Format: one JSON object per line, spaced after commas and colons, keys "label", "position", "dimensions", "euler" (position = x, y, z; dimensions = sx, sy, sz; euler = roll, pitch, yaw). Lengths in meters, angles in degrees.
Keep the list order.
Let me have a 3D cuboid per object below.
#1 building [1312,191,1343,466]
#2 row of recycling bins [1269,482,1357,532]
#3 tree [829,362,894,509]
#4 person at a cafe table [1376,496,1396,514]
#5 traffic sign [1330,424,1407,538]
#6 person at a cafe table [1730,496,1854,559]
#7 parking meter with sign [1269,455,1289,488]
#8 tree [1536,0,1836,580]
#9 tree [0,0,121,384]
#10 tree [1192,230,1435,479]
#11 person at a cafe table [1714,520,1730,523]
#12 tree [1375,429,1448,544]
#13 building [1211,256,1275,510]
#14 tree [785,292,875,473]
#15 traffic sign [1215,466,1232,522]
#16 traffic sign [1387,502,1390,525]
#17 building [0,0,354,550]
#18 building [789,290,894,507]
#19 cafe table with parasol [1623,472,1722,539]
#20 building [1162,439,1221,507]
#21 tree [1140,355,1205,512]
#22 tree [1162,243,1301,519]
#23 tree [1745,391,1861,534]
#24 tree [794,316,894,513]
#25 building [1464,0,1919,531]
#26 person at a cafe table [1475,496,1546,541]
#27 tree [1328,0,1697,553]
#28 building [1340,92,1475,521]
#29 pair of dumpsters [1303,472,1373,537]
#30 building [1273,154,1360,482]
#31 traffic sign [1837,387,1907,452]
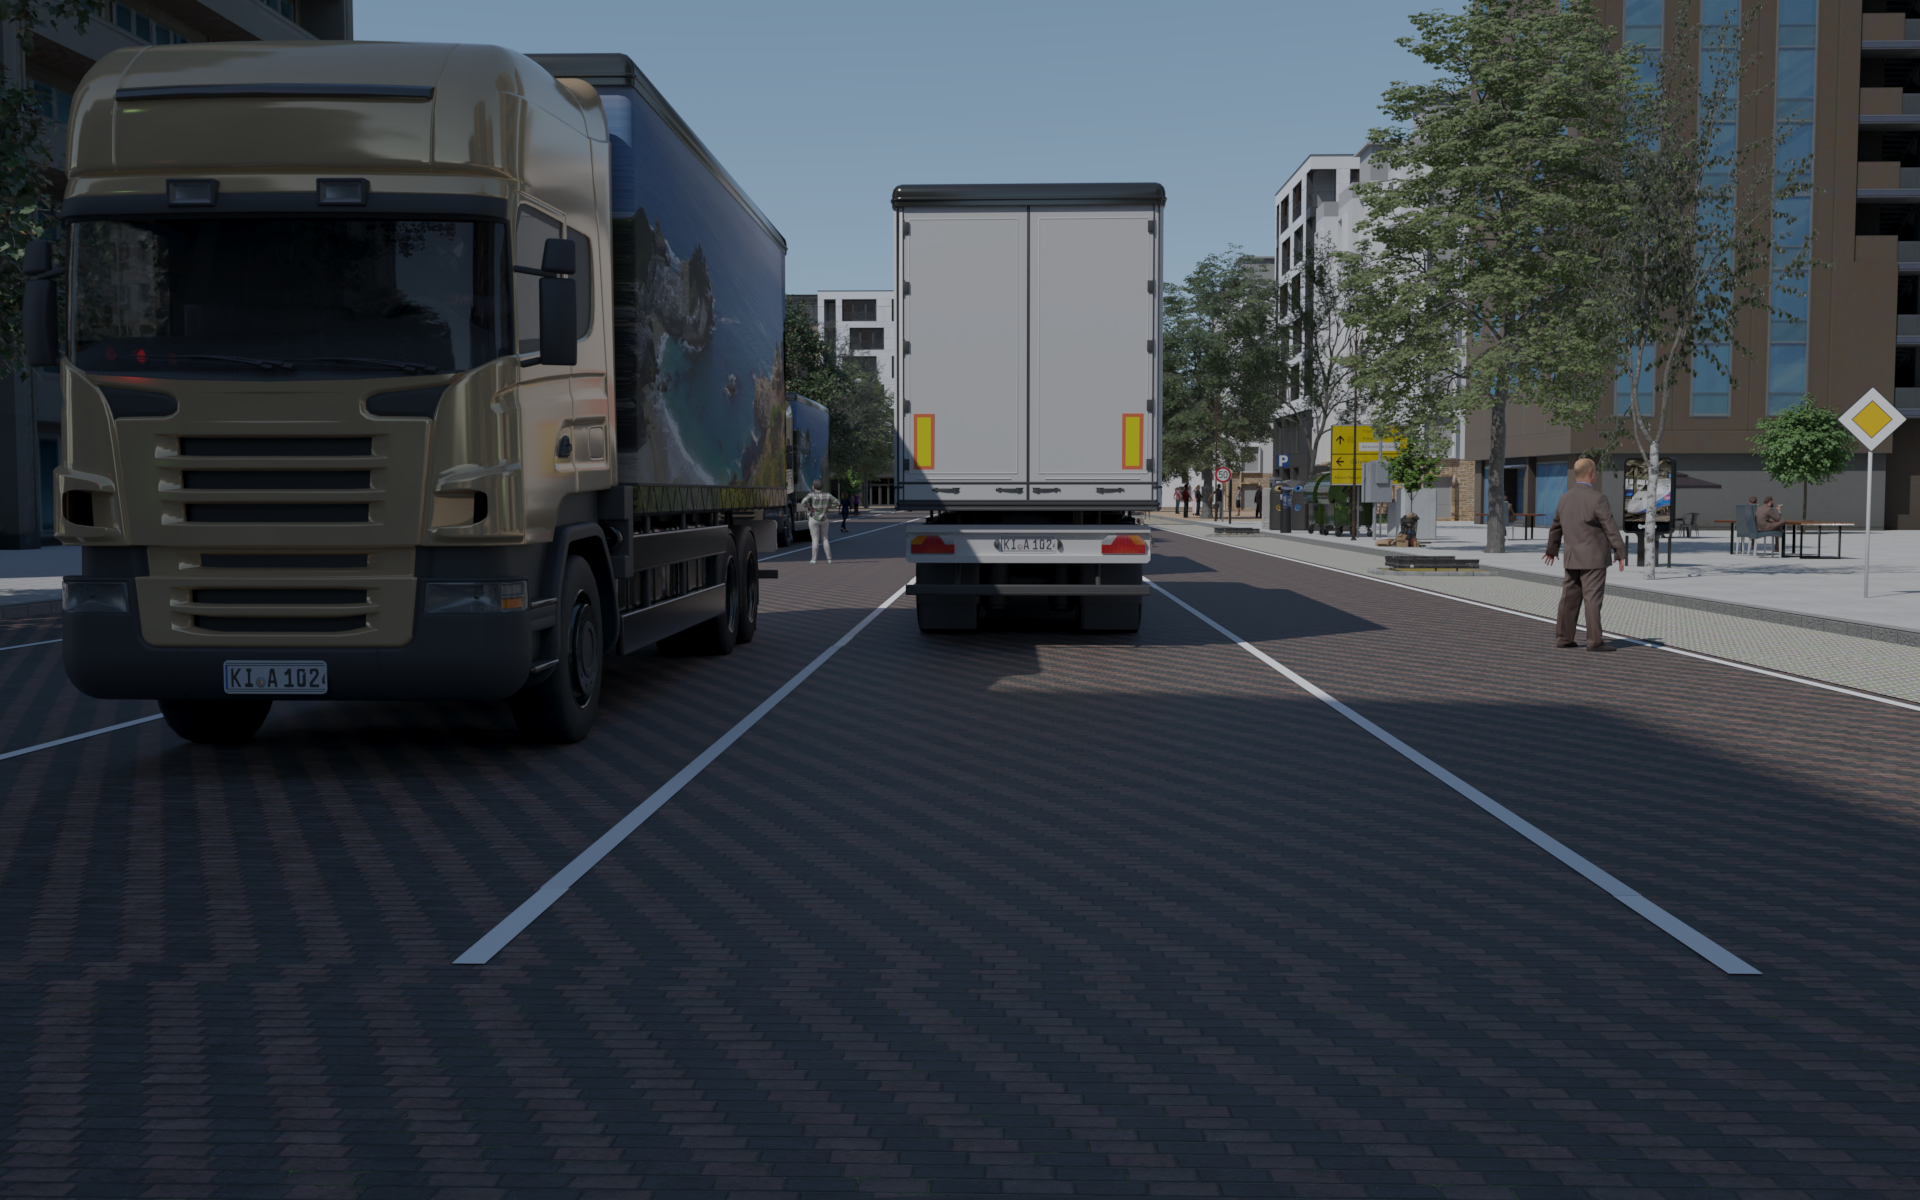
{"label": "building", "position": [28.534, -14.812, 98.599], "dimensions": [16.016, 20.091, 11.380], "euler": [0, 4, 2]}
{"label": "row of recycling bins", "position": [12.326, -3.266, 60.508], "dimensions": [1.069, 1.692, 3.534], "euler": [-3, 5, -43]}
{"label": "tree", "position": [-9.023, -14.030, 147.524], "dimensions": [7.486, 12.596, 7.792], "euler": [0, 3, 0]}
{"label": "person at a cafe table", "position": [19.605, -4.148, 78.681], "dimensions": [1.698, 1.238, 1.726], "euler": [1, 4, 12]}
{"label": "traffic sign", "position": [11.933, -3.459, 50.429], "dimensions": [2.265, 3.308, 0.079], "euler": [1, 4, 8]}
{"label": "person at a cafe table", "position": [16.645, -1.456, 34.659], "dimensions": [1.726, 1.238, 1.698], "euler": [0, 4, 6]}
{"label": "parking meter with sign", "position": [14.148, -4.965, 77.444], "dimensions": [0.543, 3.016, 1.738], "euler": [-1, 4, -9]}
{"label": "tree", "position": [10.521, -4.615, 25.823], "dimensions": [4.360, 8.622, 3.978], "euler": [0, 3, 0]}
{"label": "tree", "position": [-12.685, -6.102, 16.774], "dimensions": [9.611, 12.733, 9.660], "euler": [0, 3, 0]}
{"label": "tree", "position": [12.584, -7.814, 62.165], "dimensions": [8.767, 10.594, 7.601], "euler": [0, 4, 4]}
{"label": "person at a cafe table", "position": [16.762, -1.560, 36.372], "dimensions": [1.698, 1.238, 1.726], "euler": [3, 5, 41]}
{"label": "tree", "position": [11.856, -3.078, 44.930], "dimensions": [1.663, 3.219, 1.824], "euler": [0, 3, 0]}
{"label": "building", "position": [28.963, -17.553, 143.408], "dimensions": [16.016, 20.091, 11.380], "euler": [0, 4, 2]}
{"label": "tree", "position": [-9.948, -11.084, 98.225], "dimensions": [9.611, 12.733, 9.660], "euler": [0, 3, 0]}
{"label": "traffic sign", "position": [12.086, -4.864, 79.630], "dimensions": [0.768, 2.556, 0.104], "euler": [0, 4, 6]}
{"label": "traffic sign", "position": [13.262, -3.276, 53.573], "dimensions": [0.884, 2.594, 0.081], "euler": [0, 4, 7]}
{"label": "building", "position": [-31.825, -26.010, 48.958], "dimensions": [21.300, 48.544, 21.600], "euler": [0, 4, 2]}
{"label": "building", "position": [-16.000, -21.034, 187.886], "dimensions": [32.646, 21.610, 27.936], "euler": [0, 4, 2]}
{"label": "cafe table with parasol", "position": [20.676, -2.781, 50.329], "dimensions": [2.610, 1.966, 2.610], "euler": [2, 4, 30]}
{"label": "building", "position": [14.042, -14.407, 177.703], "dimensions": [28.070, 9.664, 9.099], "euler": [0, 4, 2]}
{"label": "tree", "position": [15.129, -13.933, 144.810], "dimensions": [9.611, 12.733, 9.660], "euler": [0, 3, 0]}
{"label": "tree", "position": [12.802, -11.189, 89.590], "dimensions": [9.857, 13.997, 8.962], "euler": [0, 3, 0]}
{"label": "tree", "position": [27.051, -4.396, 55.593], "dimensions": [4.285, 4.588, 4.351], "euler": [0, 3, 0]}
{"label": "tree", "position": [-9.335, -12.837, 120.262], "dimensions": [12.009, 13.543, 11.850], "euler": [0, 3, 0]}
{"label": "building", "position": [28.328, -25.426, 65.833], "dimensions": [14.600, 45.320, 14.200], "euler": [0, 4, 2]}
{"label": "person at a cafe table", "position": [15.241, -2.285, 48.224], "dimensions": [1.698, 1.238, 1.726], "euler": [2, 4, 31]}
{"label": "tree", "position": [12.019, -7.276, 37.091], "dimensions": [7.486, 12.596, 7.792], "euler": [0, 3, 0]}
{"label": "building", "position": [28.504, -14.117, 87.236], "dimensions": [16.016, 20.091, 11.380], "euler": [0, 4, 2]}
{"label": "pair of dumpsters", "position": [11.727, -3.117, 53.454], "dimensions": [1.574, 2.255, 4.437], "euler": [0, 4, 2]}
{"label": "building", "position": [35.456, -16.902, 120.319], "dimensions": [27.936, 21.610, 32.646], "euler": [0, 4, 2]}
{"label": "traffic sign", "position": [11.207, -1.319, 21.296], "dimensions": [0.795, 2.593, 0.064], "euler": [1, 4, 11]}
